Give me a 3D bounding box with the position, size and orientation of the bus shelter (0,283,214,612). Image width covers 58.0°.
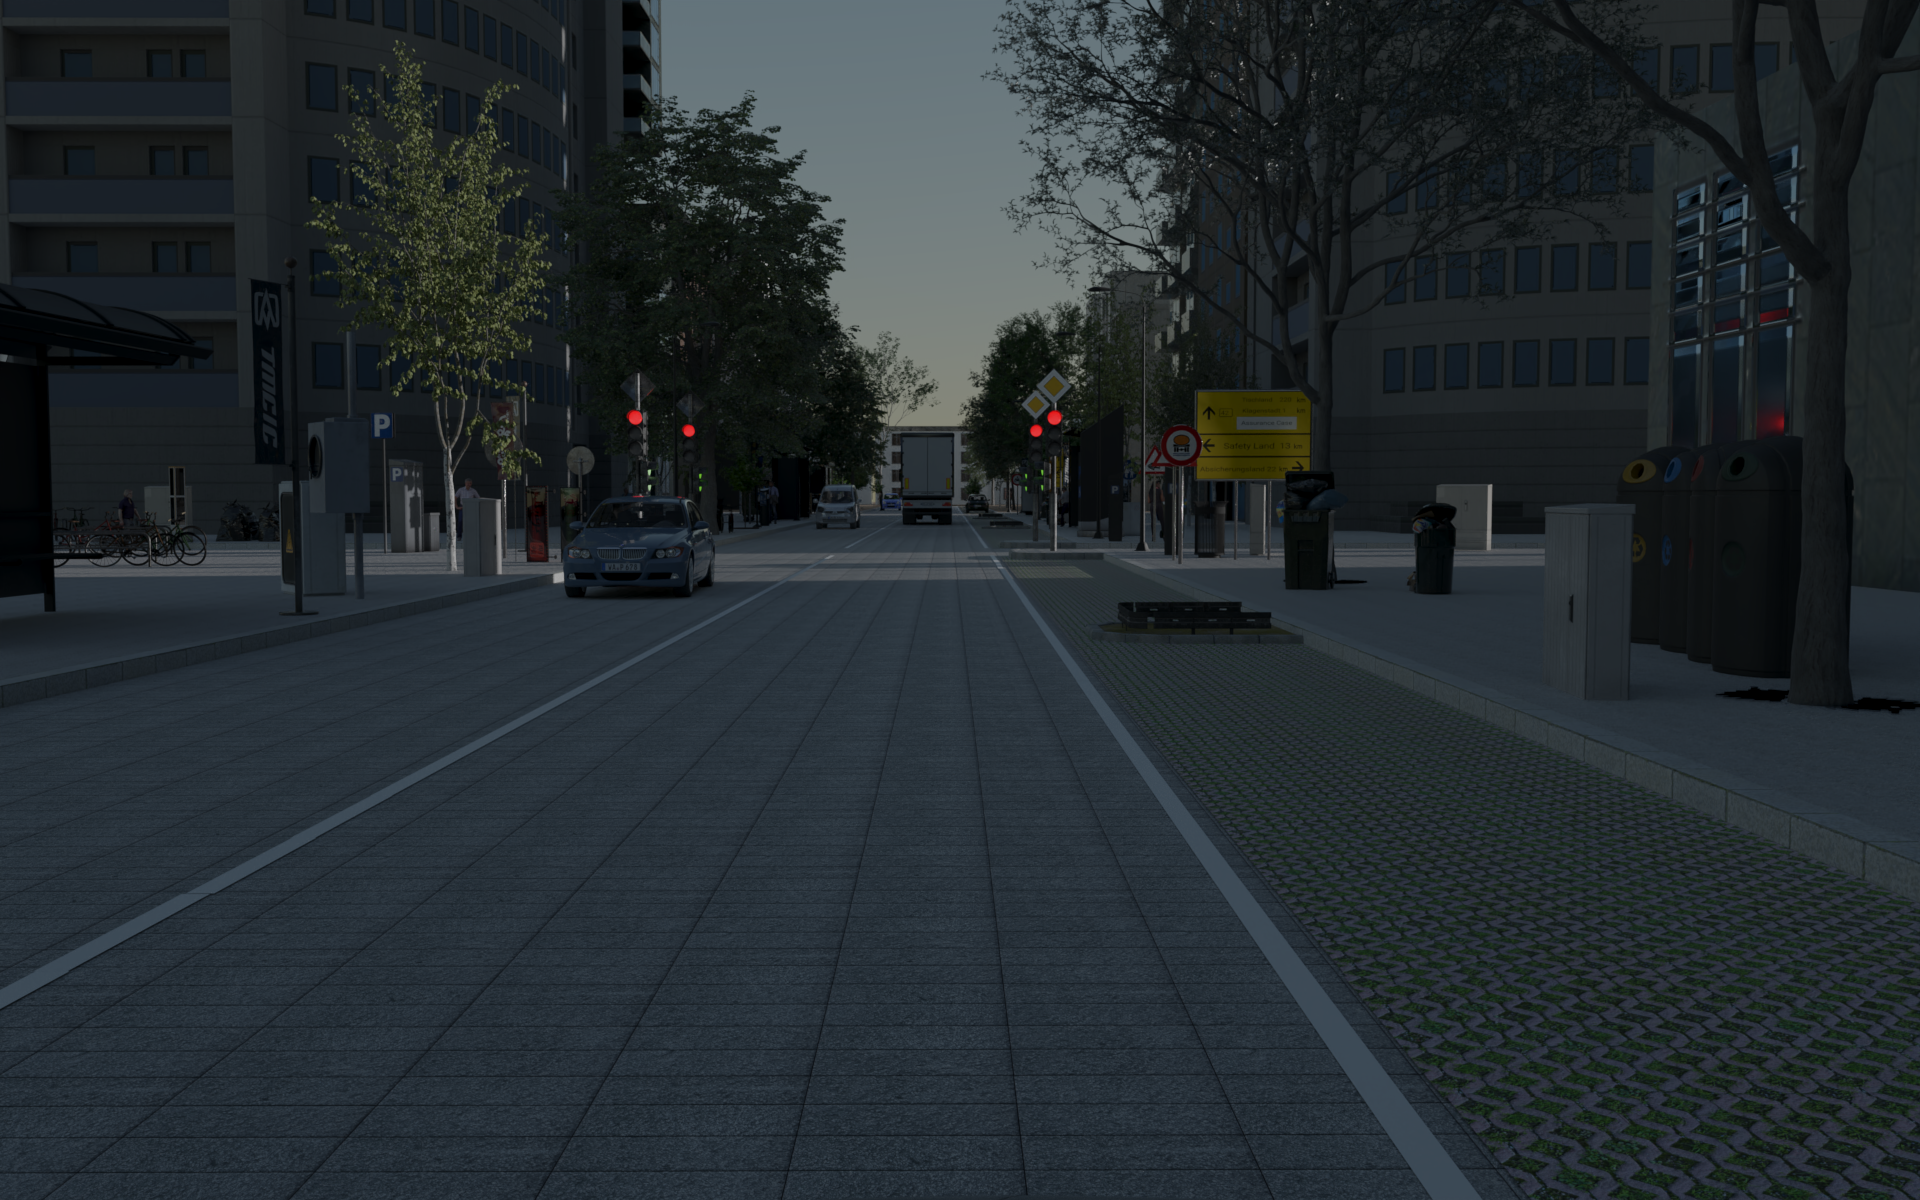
[{"bbox_3d":[-9.198,-1.372,16.350,2.014,3.302,5.546,0,4,0],"label":"bus shelter"}]

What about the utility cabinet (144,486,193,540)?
[{"bbox_3d":[-21.690,-2.372,47.466,1.173,1.500,0.318,0,4,1],"label":"utility cabinet"}]

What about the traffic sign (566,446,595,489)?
[{"bbox_3d":[-10.110,-2.815,46.128,0.768,2.556,0.104,0,4,6],"label":"traffic sign"}]

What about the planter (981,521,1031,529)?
[{"bbox_3d":[1.886,-3.090,71.655,1.991,0.319,1.994,0,4,0],"label":"planter"}]

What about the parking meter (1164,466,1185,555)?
[{"bbox_3d":[4.506,-1.876,36.378,0.399,1.863,0.255,1,4,16],"label":"parking meter"}]

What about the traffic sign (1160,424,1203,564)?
[{"bbox_3d":[4.048,-1.935,31.739,0.768,2.556,0.104,0,4,3],"label":"traffic sign"}]

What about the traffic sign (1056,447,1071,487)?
[{"bbox_3d":[5.166,-4.991,75.478,2.265,3.308,0.079,0,4,2],"label":"traffic sign"}]

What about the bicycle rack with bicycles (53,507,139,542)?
[{"bbox_3d":[-23.548,-2.065,47.149,2.852,0.926,2.925,-1,4,-23],"label":"bicycle rack with bicycles"}]

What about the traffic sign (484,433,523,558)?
[{"bbox_3d":[-9.090,-2.104,34.512,0.768,2.556,0.104,0,4,1],"label":"traffic sign"}]

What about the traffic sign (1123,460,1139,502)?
[{"bbox_3d":[6.232,-3.910,64.034,0.768,2.556,0.104,0,3,0],"label":"traffic sign"}]

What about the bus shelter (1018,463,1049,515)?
[{"bbox_3d":[4.517,-6.644,102.546,2.014,3.302,5.546,0,4,0],"label":"bus shelter"}]

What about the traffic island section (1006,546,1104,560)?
[{"bbox_3d":[2.125,-1.023,39.012,2.009,0.180,2.903,0,4,0],"label":"traffic island section"}]

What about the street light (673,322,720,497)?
[{"bbox_3d":[-7.160,-4.544,46.841,1.470,5.913,1.316,0,4,0],"label":"street light"}]

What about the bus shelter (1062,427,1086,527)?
[{"bbox_3d":[4.709,-4.430,63.719,1.731,3.624,6.357,0,4,0],"label":"bus shelter"}]

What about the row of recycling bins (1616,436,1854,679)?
[{"bbox_3d":[6.057,-0.403,13.704,1.069,1.692,3.534,0,4,6],"label":"row of recycling bins"}]

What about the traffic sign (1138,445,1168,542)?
[{"bbox_3d":[5.176,-2.816,46.047,0.884,2.594,0.081,0,4,3],"label":"traffic sign"}]

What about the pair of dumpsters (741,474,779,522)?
[{"bbox_3d":[-9.363,-4.780,80.647,1.574,2.255,4.437,0,4,-1],"label":"pair of dumpsters"}]

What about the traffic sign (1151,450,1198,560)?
[{"bbox_3d":[4.130,-2.042,33.397,0.884,2.594,0.081,0,4,5],"label":"traffic sign"}]

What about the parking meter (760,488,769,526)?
[{"bbox_3d":[-7.855,-3.746,69.665,0.372,1.533,0.369,0,3,0],"label":"parking meter"}]

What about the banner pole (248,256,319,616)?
[{"bbox_3d":[-7.109,-1.718,18.114,0.401,3.779,0.863,1,4,17],"label":"banner pole"}]

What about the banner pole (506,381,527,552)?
[{"bbox_3d":[-9.862,-2.977,38.686,0.863,3.779,0.401,3,4,36],"label":"banner pole"}]

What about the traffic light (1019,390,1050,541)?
[{"bbox_3d":[2.028,-3.545,46.883,0.839,4.253,0.868,0,4,0],"label":"traffic light"}]

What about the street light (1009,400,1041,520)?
[{"bbox_3d":[3.330,-6.939,85.988,1.470,5.913,1.316,0,4,0],"label":"street light"}]

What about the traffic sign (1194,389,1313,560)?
[{"bbox_3d":[5.698,-2.434,33.676,2.265,3.308,0.079,0,4,5],"label":"traffic sign"}]

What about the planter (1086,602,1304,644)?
[{"bbox_3d":[2.285,0.227,17.432,1.991,0.319,1.994,0,4,0],"label":"planter"}]

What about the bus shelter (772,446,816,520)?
[{"bbox_3d":[-8.383,-5.906,87.845,1.731,3.624,6.357,0,4,-1],"label":"bus shelter"}]

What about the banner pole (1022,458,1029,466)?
[{"bbox_3d":[4.117,-7.074,105.681,0.863,3.779,0.401,2,4,27],"label":"banner pole"}]

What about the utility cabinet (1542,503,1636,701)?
[{"bbox_3d":[4.053,-0.005,11.236,0.306,1.237,1.020,0,4,4],"label":"utility cabinet"}]

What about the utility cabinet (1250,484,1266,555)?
[{"bbox_3d":[6.324,-1.716,36.730,0.318,1.500,1.173,1,4,11],"label":"utility cabinet"}]

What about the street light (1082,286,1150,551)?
[{"bbox_3d":[3.570,-4.058,38.895,1.470,5.913,1.316,0,4,0],"label":"street light"}]

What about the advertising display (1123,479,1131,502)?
[{"bbox_3d":[6.224,-3.831,67.848,0.974,1.923,0.123,0,4,-7],"label":"advertising display"}]

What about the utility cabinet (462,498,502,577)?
[{"bbox_3d":[-7.538,-0.991,27.361,0.306,1.237,1.020,0,4,3],"label":"utility cabinet"}]

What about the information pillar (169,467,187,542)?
[{"bbox_3d":[-20.973,-2.566,46.439,0.304,2.012,0.304,3,5,39],"label":"information pillar"}]

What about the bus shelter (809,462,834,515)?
[{"bbox_3d":[-9.432,-8.208,111.830,2.179,5.291,8.768,0,4,-1],"label":"bus shelter"}]

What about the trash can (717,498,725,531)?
[{"bbox_3d":[-8.492,-2.950,59.891,0.748,1.137,0.748,0,3,0],"label":"trash can"}]

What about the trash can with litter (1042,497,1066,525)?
[{"bbox_3d":[3.906,-3.687,71.662,0.624,1.170,1.055,3,5,39],"label":"trash can with litter"}]

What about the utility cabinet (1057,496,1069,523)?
[{"bbox_3d":[4.412,-3.966,75.999,1.020,1.237,0.306,-1,4,-22],"label":"utility cabinet"}]

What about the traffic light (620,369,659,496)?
[{"bbox_3d":[-7.196,-3.052,38.816,0.839,4.253,0.868,0,4,0],"label":"traffic light"}]

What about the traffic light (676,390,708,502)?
[{"bbox_3d":[-7.253,-3.540,46.801,0.839,4.253,0.868,0,4,0],"label":"traffic light"}]

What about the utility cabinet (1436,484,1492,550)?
[{"bbox_3d":[11.382,-1.864,39.156,1.173,1.500,0.318,2,4,35],"label":"utility cabinet"}]

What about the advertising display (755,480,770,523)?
[{"bbox_3d":[-8.745,-4.370,76.658,0.123,1.923,0.974,2,4,30],"label":"advertising display"}]

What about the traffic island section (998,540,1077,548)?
[{"bbox_3d":[2.068,-1.512,46.997,2.009,0.180,2.903,0,4,0],"label":"traffic island section"}]

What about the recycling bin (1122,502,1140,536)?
[{"bbox_3d":[5.311,-2.497,53.388,0.722,1.027,0.722,1,4,14],"label":"recycling bin"}]

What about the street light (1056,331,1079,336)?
[{"bbox_3d":[3.441,-4.716,49.641,1.470,5.913,1.316,0,4,0],"label":"street light"}]

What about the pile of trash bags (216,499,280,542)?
[{"bbox_3d":[-18.575,-2.297,47.301,3.447,1.369,1.912,1,4,12],"label":"pile of trash bags"}]

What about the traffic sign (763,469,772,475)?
[{"bbox_3d":[-9.388,-5.076,83.096,0.768,2.556,0.104,0,4,0],"label":"traffic sign"}]

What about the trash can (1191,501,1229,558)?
[{"bbox_3d":[5.029,-1.421,34.883,0.748,1.137,0.748,0,3,0],"label":"trash can"}]

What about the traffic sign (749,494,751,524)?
[{"bbox_3d":[-8.986,-4.522,74.041,0.768,2.556,0.104,0,4,6],"label":"traffic sign"}]

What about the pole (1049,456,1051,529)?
[{"bbox_3d":[3.360,-4.255,63.413,0.158,3.312,0.155,0,3,0],"label":"pole"}]

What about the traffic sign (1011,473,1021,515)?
[{"bbox_3d":[3.553,-6.533,106.928,0.768,2.556,0.104,1,4,8],"label":"traffic sign"}]

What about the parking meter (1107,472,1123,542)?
[{"bbox_3d":[4.187,-2.517,46.861,0.399,1.863,0.255,1,4,10],"label":"parking meter"}]

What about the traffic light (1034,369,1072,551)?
[{"bbox_3d":[2.085,-3.057,38.898,0.839,4.253,0.868,0,4,0],"label":"traffic light"}]

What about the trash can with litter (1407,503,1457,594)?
[{"bbox_3d":[6.038,-0.678,22.474,0.624,1.170,1.055,0,4,-2],"label":"trash can with litter"}]

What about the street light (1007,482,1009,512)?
[{"bbox_3d":[2.907,-9.123,121.705,1.470,5.913,1.316,0,4,0],"label":"street light"}]

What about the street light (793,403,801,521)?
[{"bbox_3d":[-7.286,-6.748,82.863,1.470,5.913,1.316,0,4,0],"label":"street light"}]

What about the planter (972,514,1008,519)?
[{"bbox_3d":[1.700,-4.738,98.598,1.991,0.319,1.994,0,4,0],"label":"planter"}]

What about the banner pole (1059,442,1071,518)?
[{"bbox_3d":[4.410,-5.095,73.315,0.863,3.779,0.401,-3,5,-44],"label":"banner pole"}]

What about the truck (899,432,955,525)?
[{"bbox_3d":[-1.610,-5.834,84.305,2.839,4.237,11.283,0,4,-1],"label":"truck"}]

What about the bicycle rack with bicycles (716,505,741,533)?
[{"bbox_3d":[-8.516,-2.722,57.886,2.852,0.926,2.925,0,4,4],"label":"bicycle rack with bicycles"}]
